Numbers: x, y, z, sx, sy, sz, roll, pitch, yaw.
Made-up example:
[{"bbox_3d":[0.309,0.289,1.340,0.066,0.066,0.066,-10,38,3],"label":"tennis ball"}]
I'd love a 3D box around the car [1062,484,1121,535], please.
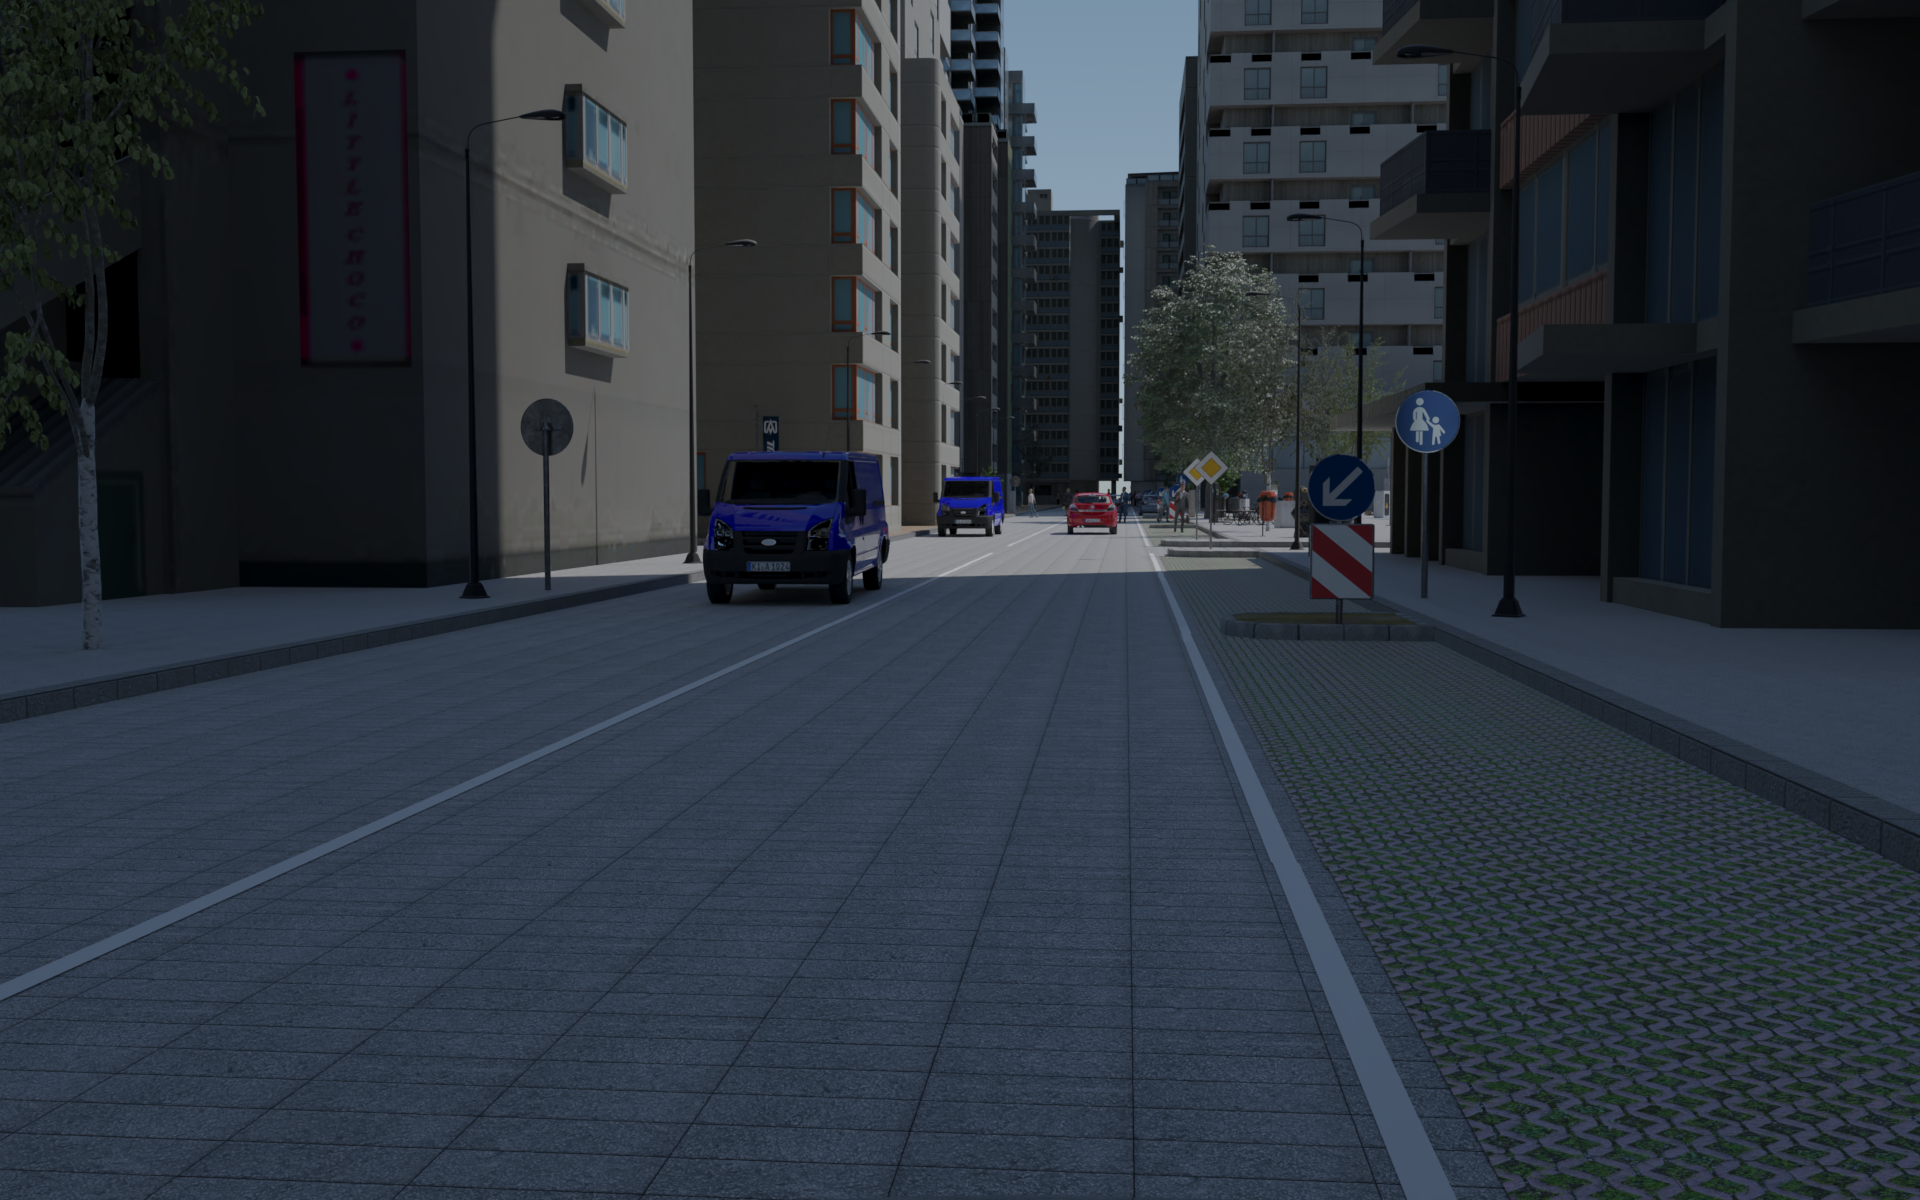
[{"bbox_3d":[4.779,-3.288,62.806,2.155,1.783,4.494,0,4,4],"label":"car"}]

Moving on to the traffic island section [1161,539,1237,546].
[{"bbox_3d":[6.601,-1.583,48.166,2.009,0.180,2.903,0,4,5],"label":"traffic island section"}]

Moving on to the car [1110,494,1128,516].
[{"bbox_3d":[10.286,-6.318,115.298,2.014,1.417,4.499,0,4,6],"label":"car"}]

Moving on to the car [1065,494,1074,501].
[{"bbox_3d":[11.351,-9.907,171.013,2.155,1.783,4.494,0,4,4],"label":"car"}]

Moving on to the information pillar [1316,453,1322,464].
[{"bbox_3d":[20.546,-6.589,99.091,0.183,3.616,0.504,-3,4,-37],"label":"information pillar"}]

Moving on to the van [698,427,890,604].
[{"bbox_3d":[-2.229,-1.224,24.399,2.240,2.365,5.245,0,4,4],"label":"van"}]

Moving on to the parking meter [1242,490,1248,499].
[{"bbox_3d":[18.050,-6.192,109.654,0.372,1.533,0.369,0,3,0],"label":"parking meter"}]

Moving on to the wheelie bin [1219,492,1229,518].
[{"bbox_3d":[14.002,-5.218,93.218,0.980,1.594,0.693,1,4,18],"label":"wheelie bin"}]

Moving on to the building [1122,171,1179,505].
[{"bbox_3d":[27.131,-32.387,213.119,14.086,41.232,14.154,0,4,5],"label":"building"}]

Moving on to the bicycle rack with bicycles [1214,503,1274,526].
[{"bbox_3d":[11.931,-3.549,71.403,2.925,0.926,2.852,-2,4,-24],"label":"bicycle rack with bicycles"}]

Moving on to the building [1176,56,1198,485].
[{"bbox_3d":[34.166,-34.263,183.900,21.300,48.544,21.600,0,4,5],"label":"building"}]

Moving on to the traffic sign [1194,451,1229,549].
[{"bbox_3d":[5.817,-2.232,40.142,0.795,2.450,0.064,0,4,5],"label":"traffic sign"}]

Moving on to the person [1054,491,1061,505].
[{"bbox_3d":[11.567,-12.009,204.942,1.348,1.812,0.705,-3,5,-42],"label":"person"}]

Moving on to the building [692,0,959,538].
[{"bbox_3d":[-15.164,-13.439,64.770,27.650,21.520,28.899,0,4,5],"label":"building"}]

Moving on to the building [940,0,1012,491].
[{"bbox_3d":[-6.126,-51.444,153.789,22.319,86.520,31.000,0,4,5],"label":"building"}]

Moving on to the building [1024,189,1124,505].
[{"bbox_3d":[9.000,-32.519,223.568,23.993,40.220,32.217,0,4,5],"label":"building"}]

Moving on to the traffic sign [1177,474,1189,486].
[{"bbox_3d":[14.443,-6.866,112.371,0.768,2.556,0.104,1,4,9],"label":"traffic sign"}]

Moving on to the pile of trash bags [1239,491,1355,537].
[{"bbox_3d":[10.401,-2.569,51.762,3.447,1.369,1.912,3,5,41],"label":"pile of trash bags"}]

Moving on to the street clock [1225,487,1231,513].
[{"bbox_3d":[17.798,-6.770,115.266,0.471,2.002,0.358,2,4,35],"label":"street clock"}]

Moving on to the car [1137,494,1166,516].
[{"bbox_3d":[12.723,-6.288,114.813,2.014,1.417,4.499,0,4,5],"label":"car"}]

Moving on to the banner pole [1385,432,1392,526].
[{"bbox_3d":[17.476,-4.897,70.077,0.401,3.779,0.863,0,4,5],"label":"banner pole"}]

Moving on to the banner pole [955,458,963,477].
[{"bbox_3d":[-0.076,-8.045,121.560,0.863,3.779,0.401,0,4,7],"label":"banner pole"}]

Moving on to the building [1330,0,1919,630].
[{"bbox_3d":[17.637,-22.503,22.553,22.147,44.769,28.867,0,4,5],"label":"building"}]

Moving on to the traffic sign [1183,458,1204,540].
[{"bbox_3d":[6.576,-2.719,48.091,0.795,2.450,0.064,0,4,5],"label":"traffic sign"}]

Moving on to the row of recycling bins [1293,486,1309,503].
[{"bbox_3d":[19.243,-5.112,90.692,3.534,1.692,1.069,1,4,16],"label":"row of recycling bins"}]

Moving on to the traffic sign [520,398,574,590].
[{"bbox_3d":[-5.508,-1.405,23.071,0.768,2.556,0.104,1,4,13],"label":"traffic sign"}]

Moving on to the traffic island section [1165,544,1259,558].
[{"bbox_3d":[5.841,-1.097,40.217,2.009,0.180,2.903,0,4,5],"label":"traffic island section"}]

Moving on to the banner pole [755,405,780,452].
[{"bbox_3d":[-5.489,-3.600,48.878,0.863,3.779,0.401,-1,4,-19],"label":"banner pole"}]

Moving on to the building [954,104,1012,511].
[{"bbox_3d":[-3.511,-22.034,131.962,14.160,30.474,14.107,0,4,5],"label":"building"}]

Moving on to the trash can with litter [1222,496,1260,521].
[{"bbox_3d":[13.558,-4.408,83.122,2.233,1.210,1.678,0,4,-4],"label":"trash can with litter"}]

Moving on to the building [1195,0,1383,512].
[{"bbox_3d":[32.904,-33.573,138.162,28.713,52.752,27.495,0,4,5],"label":"building"}]

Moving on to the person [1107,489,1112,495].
[{"bbox_3d":[11.039,-7.346,128.571,1.348,1.831,0.705,1,4,9],"label":"person"}]

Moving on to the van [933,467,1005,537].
[{"bbox_3d":[0.381,-3.396,59.902,2.240,2.365,5.245,0,4,6],"label":"van"}]

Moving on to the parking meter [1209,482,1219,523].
[{"bbox_3d":[11.238,-4.335,76.591,0.399,1.863,0.255,3,5,45],"label":"parking meter"}]

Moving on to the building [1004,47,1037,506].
[{"bbox_3d":[-7.165,-34.740,187.607,30.456,49.044,23.786,0,4,5],"label":"building"}]

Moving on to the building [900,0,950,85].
[{"bbox_3d":[-14.996,-31.559,105.221,28.713,52.752,27.495,0,4,5],"label":"building"}]

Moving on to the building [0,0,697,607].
[{"bbox_3d":[-17.306,-24.695,27.462,21.600,48.544,21.300,0,4,5],"label":"building"}]

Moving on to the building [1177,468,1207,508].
[{"bbox_3d":[31.270,-44.286,162.323,20.563,71.187,20.611,0,4,5],"label":"building"}]

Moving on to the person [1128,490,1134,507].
[{"bbox_3d":[18.798,-11.103,189.899,0.709,1.838,0.599,-2,4,-28],"label":"person"}]

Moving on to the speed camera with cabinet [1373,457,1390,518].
[{"bbox_3d":[22.789,-6.012,92.627,0.660,3.252,2.038,2,4,35],"label":"speed camera with cabinet"}]

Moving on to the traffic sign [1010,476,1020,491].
[{"bbox_3d":[3.821,-7.374,120.664,0.768,2.556,0.104,1,4,13],"label":"traffic sign"}]

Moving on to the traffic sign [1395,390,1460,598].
[{"bbox_3d":[5.727,-1.295,21.284,0.768,2.556,0.104,1,4,12],"label":"traffic sign"}]

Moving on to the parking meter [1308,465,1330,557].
[{"bbox_3d":[7.328,-1.808,35.276,0.399,1.863,0.255,-1,4,-19],"label":"parking meter"}]
